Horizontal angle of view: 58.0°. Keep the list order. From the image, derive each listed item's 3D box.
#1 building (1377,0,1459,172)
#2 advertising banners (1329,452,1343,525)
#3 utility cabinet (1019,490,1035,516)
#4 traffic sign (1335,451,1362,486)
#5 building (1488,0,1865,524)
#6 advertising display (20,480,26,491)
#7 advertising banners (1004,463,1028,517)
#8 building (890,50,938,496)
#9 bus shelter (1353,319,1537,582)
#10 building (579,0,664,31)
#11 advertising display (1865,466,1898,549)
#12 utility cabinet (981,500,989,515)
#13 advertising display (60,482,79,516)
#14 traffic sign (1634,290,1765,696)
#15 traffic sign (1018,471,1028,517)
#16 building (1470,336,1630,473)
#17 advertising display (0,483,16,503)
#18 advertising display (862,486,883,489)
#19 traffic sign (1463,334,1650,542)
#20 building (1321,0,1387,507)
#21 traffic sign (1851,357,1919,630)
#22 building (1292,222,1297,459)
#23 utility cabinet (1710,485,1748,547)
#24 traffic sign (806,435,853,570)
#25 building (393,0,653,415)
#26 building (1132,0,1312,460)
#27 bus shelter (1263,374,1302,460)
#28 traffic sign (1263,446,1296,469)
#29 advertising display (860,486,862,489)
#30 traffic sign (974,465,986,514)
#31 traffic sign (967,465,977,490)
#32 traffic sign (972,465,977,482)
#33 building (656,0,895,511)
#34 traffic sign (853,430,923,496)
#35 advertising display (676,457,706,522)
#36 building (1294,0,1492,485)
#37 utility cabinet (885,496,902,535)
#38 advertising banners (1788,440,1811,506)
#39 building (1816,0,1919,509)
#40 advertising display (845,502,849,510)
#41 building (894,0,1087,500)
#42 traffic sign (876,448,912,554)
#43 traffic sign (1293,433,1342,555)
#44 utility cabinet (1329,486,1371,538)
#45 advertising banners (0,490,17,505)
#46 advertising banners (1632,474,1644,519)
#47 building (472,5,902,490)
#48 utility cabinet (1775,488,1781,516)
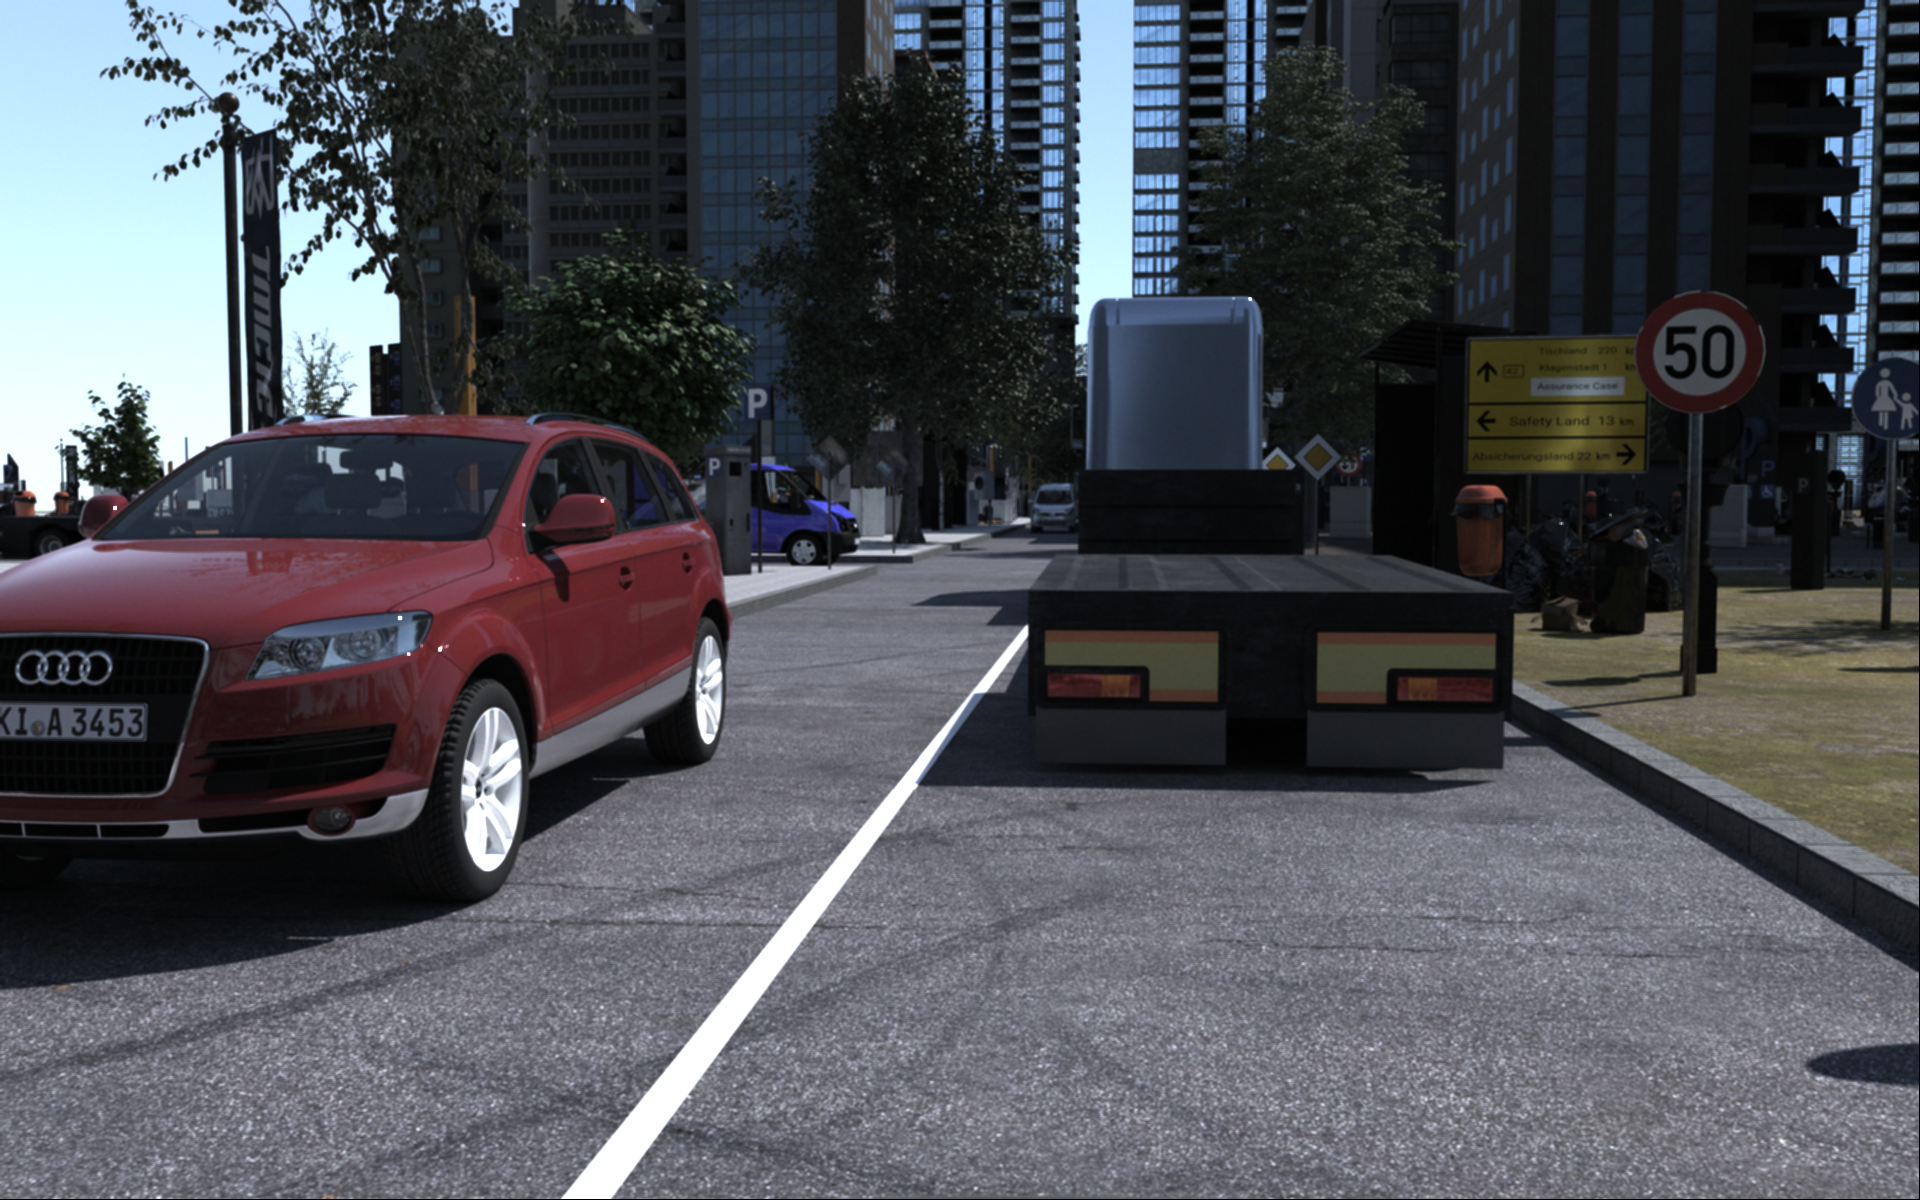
[{"bbox_3d":[31.496,-20.223,102.351,14.160,30.474,14.107,0,4,6],"label":"building"},{"bbox_3d":[15.439,-4.570,70.907,0.090,3.025,2.074,2,4,27],"label":"advertising banners"},{"bbox_3d":[3.905,-5.707,101.989,1.173,1.500,0.318,-3,5,-43],"label":"utility cabinet"},{"bbox_3d":[11.467,-3.123,51.163,0.768,2.556,0.104,1,4,8],"label":"traffic sign"},{"bbox_3d":[31.300,-26.274,79.696,14.600,45.320,14.200,0,4,6],"label":"building"},{"bbox_3d":[-42.647,-4.505,78.870,0.123,1.923,0.974,-2,4,-34],"label":"advertising display"},{"bbox_3d":[3.180,-6.233,98.099,0.090,3.025,2.074,-3,5,-41],"label":"advertising banners"},{"bbox_3d":[-15.184,-31.398,167.989,28.867,44.769,22.147,0,4,6],"label":"building"},{"bbox_3d":[7.191,-2.137,26.231,1.731,3.624,6.357,0,4,6],"label":"bus shelter"},{"bbox_3d":[-43.347,-55.604,221.795,31.000,86.520,22.319,0,4,6],"label":"building"},{"bbox_3d":[21.537,-2.159,40.512,0.123,1.923,0.974,0,4,-7],"label":"advertising display"},{"bbox_3d":[1.129,-4.406,83.195,1.020,1.237,0.306,0,4,6],"label":"utility cabinet"},{"bbox_3d":[-48.289,-5.426,93.928,0.974,1.923,0.123,0,4,7],"label":"advertising display"},{"bbox_3d":[4.641,-0.663,10.948,0.768,2.556,0.104,1,4,14],"label":"traffic sign"},{"bbox_3d":[3.493,-5.828,95.397,0.768,2.556,0.104,1,4,12],"label":"traffic sign"},{"bbox_3d":[63.792,-36.308,213.251,30.456,49.044,23.786,0,4,6],"label":"building"},{"bbox_3d":[-56.470,-5.959,102.648,0.974,1.923,0.123,0,4,-1],"label":"advertising display"},{"bbox_3d":[-4.400,-5.064,88.013,0.974,1.923,0.123,1,4,22],"label":"advertising display"},{"bbox_3d":[7.649,-1.737,22.267,2.265,3.308,0.079,1,4,12],"label":"traffic sign"},{"bbox_3d":[38.206,-35.970,130.109,21.231,58.520,28.212,0,4,6],"label":"building"},{"bbox_3d":[8.732,-0.988,16.263,0.768,2.556,0.104,1,4,9],"label":"traffic sign"},{"bbox_3d":[39.017,-24.157,166.675,14.160,30.474,14.107,0,4,6],"label":"building"},{"bbox_3d":[18.150,-2.001,41.396,1.173,1.500,0.318,3,5,41],"label":"utility cabinet"},{"bbox_3d":[-2.214,-1.575,29.386,0.795,2.450,0.064,0,4,6],"label":"traffic sign"},{"bbox_3d":[-40.990,-33.467,170.891,21.600,48.544,21.300,0,4,6],"label":"building"},{"bbox_3d":[33.075,-55.111,213.734,31.000,86.520,22.319,0,4,6],"label":"building"},{"bbox_3d":[9.471,-4.759,55.440,2.179,5.291,8.768,0,4,6],"label":"bus shelter"},{"bbox_3d":[6.678,-2.010,36.508,0.795,2.450,0.064,0,4,6],"label":"traffic sign"},{"bbox_3d":[-5.066,-5.288,91.680,0.123,1.923,0.974,-1,4,-22],"label":"advertising display"},{"bbox_3d":[0.816,-4.668,76.432,0.768,2.556,0.104,1,4,12],"label":"traffic sign"},{"bbox_3d":[0.350,-4.611,75.502,0.768,2.556,0.104,1,4,12],"label":"traffic sign"},{"bbox_3d":[0.712,-4.701,76.868,0.884,2.594,0.081,1,4,11],"label":"traffic sign"},{"bbox_3d":[-12.378,-28.838,121.615,14.600,45.320,14.200,0,4,6],"label":"building"},{"bbox_3d":[-2.317,-3.769,55.500,2.265,3.308,0.079,0,4,6],"label":"traffic sign"},{"bbox_3d":[-4.587,-1.507,29.857,0.974,1.923,0.123,1,4,10],"label":"advertising display"},{"bbox_3d":[37.251,-30.709,152.200,14.600,45.320,14.200,0,4,6],"label":"building"},{"bbox_3d":[-2.111,-2.685,55.063,1.020,1.237,0.306,-1,4,-22],"label":"utility cabinet"},{"bbox_3d":[27.739,-3.733,57.219,0.090,3.025,2.074,1,4,9],"label":"advertising banners"},{"bbox_3d":[79.616,-51.623,156.703,31.000,86.520,22.319,0,4,6],"label":"building"},{"bbox_3d":[-6.712,-5.994,103.220,0.123,1.923,0.974,-1,4,-10],"label":"advertising display"},{"bbox_3d":[1.966,-55.333,217.372,31.000,86.520,22.319,0,4,6],"label":"building"},{"bbox_3d":[-1.424,-2.061,37.332,0.795,2.450,0.064,0,4,6],"label":"traffic sign"},{"bbox_3d":[5.888,-1.524,28.562,0.795,2.450,0.064,0,4,6],"label":"traffic sign"},{"bbox_3d":[11.250,-2.521,49.894,1.173,1.500,0.318,3,5,42],"label":"utility cabinet"},{"bbox_3d":[-41.680,-4.844,75.388,2.074,3.025,0.090,1,4,11],"label":"advertising banners"},{"bbox_3d":[24.190,-4.016,61.843,0.090,3.025,2.074,1,4,11],"label":"advertising banners"},{"bbox_3d":[-20.034,-27.514,141.733,32.217,40.220,23.993,0,4,6],"label":"building"},{"bbox_3d":[27.240,-3.070,58.865,1.173,1.500,0.318,0,4,0],"label":"utility cabinet"}]
